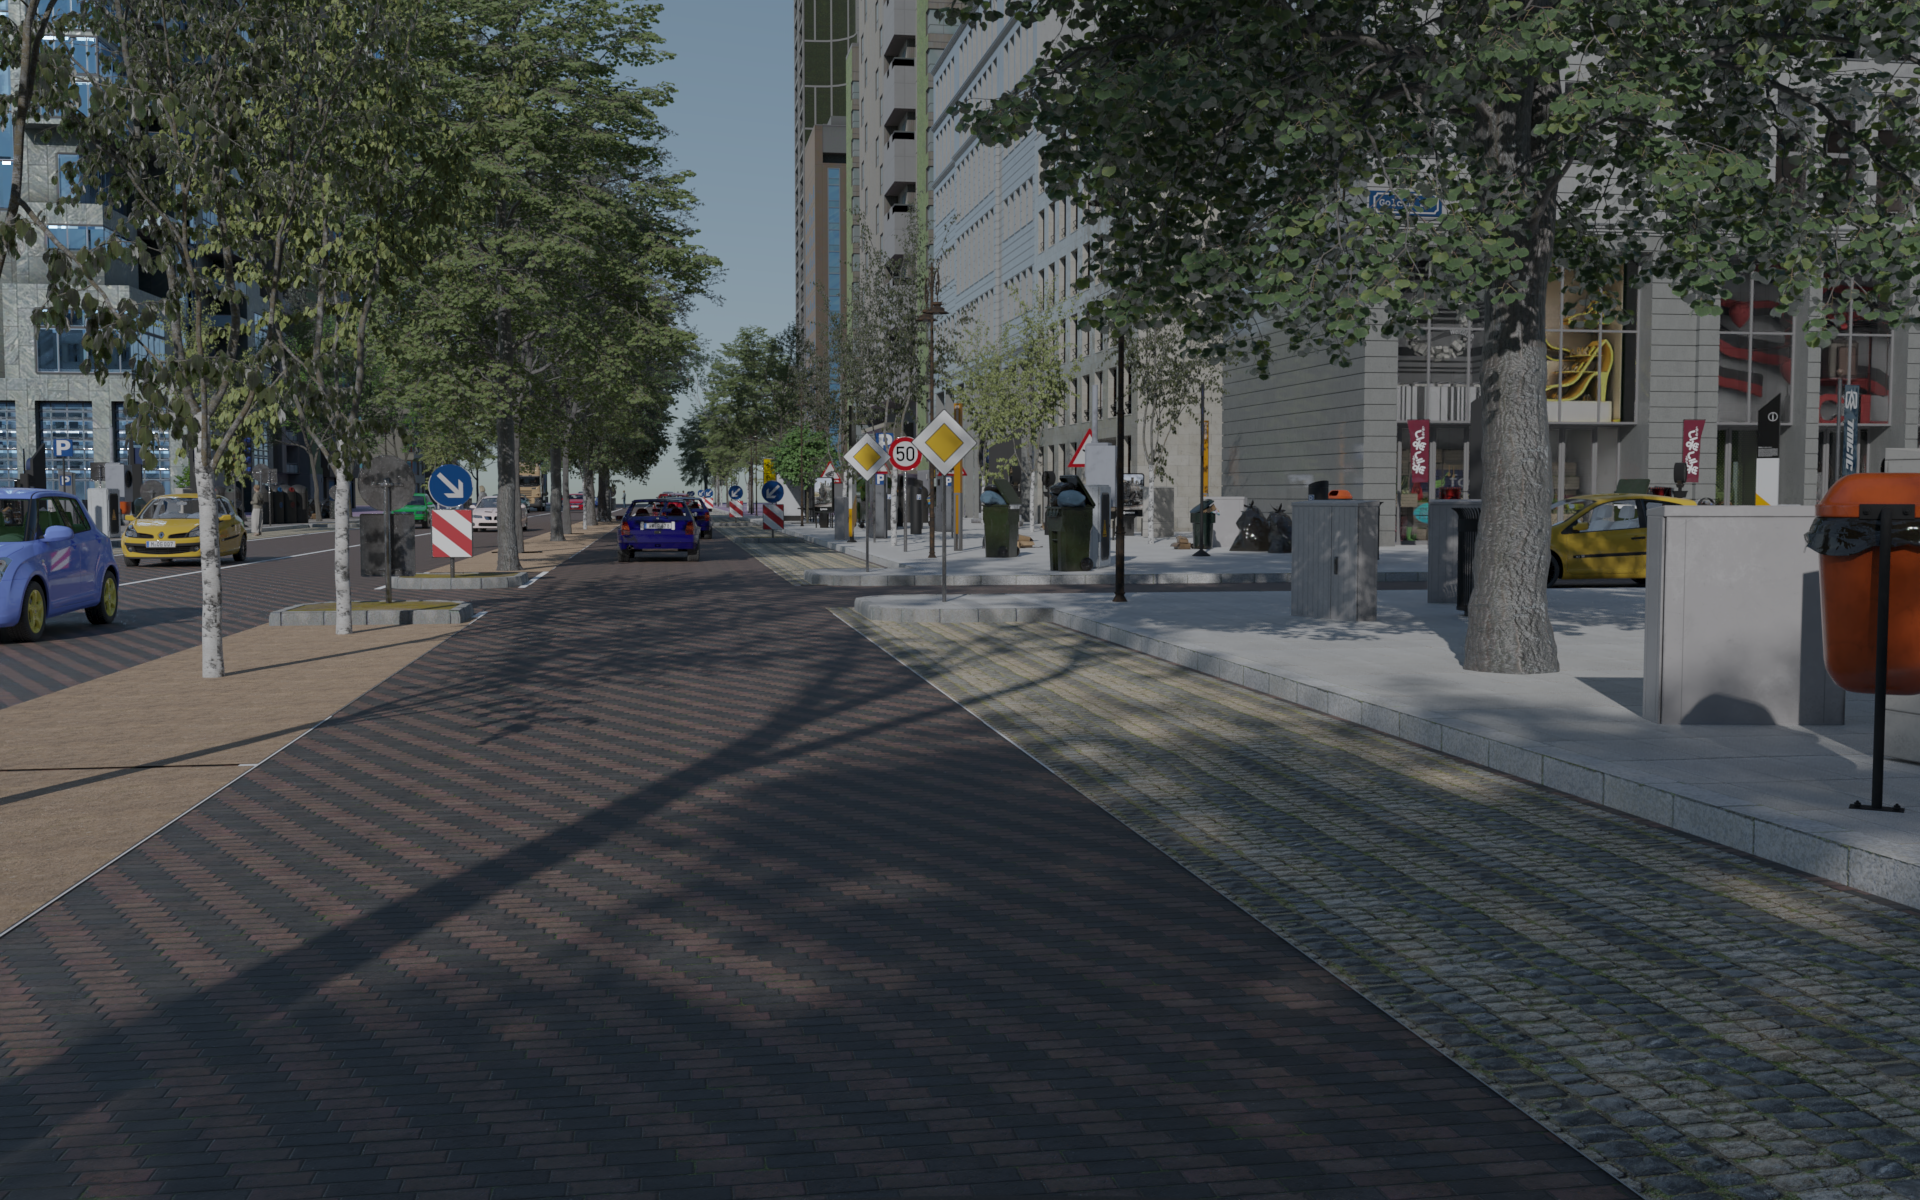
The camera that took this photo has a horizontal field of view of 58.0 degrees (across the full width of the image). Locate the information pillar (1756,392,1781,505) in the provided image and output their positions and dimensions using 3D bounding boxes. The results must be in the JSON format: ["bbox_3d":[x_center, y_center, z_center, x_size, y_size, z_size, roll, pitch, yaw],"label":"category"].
[{"bbox_3d":[18.739,-2.984,40.143,0.504,3.616,0.183,3,4,38],"label":"information pillar"}]

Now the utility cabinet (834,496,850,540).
[{"bbox_3d":[-3.313,-2.306,48.857,0.306,1.237,1.020,0,4,5],"label":"utility cabinet"}]

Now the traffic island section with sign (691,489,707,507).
[{"bbox_3d":[-18.460,-7.207,126.462,1.989,1.847,2.006,-1,4,-10],"label":"traffic island section with sign"}]

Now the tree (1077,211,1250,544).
[{"bbox_3d":[5.164,-5.755,44.451,4.360,8.622,3.978,0,3,0],"label":"tree"}]

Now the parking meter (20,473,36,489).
[{"bbox_3d":[-26.368,-2.650,49.042,0.255,1.863,0.399,0,4,5],"label":"parking meter"}]

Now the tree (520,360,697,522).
[{"bbox_3d":[-18.222,-10.301,87.885,9.611,12.733,9.660,0,3,0],"label":"tree"}]

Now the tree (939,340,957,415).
[{"bbox_3d":[1.198,-7.436,71.943,4.737,8.622,4.395,0,3,0],"label":"tree"}]

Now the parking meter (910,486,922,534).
[{"bbox_3d":[-1.401,-2.860,55.179,0.372,1.533,0.369,0,3,0],"label":"parking meter"}]

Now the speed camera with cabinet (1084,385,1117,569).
[{"bbox_3d":[2.423,-2.225,30.715,0.660,3.252,2.038,1,4,17],"label":"speed camera with cabinet"}]

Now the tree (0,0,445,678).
[{"bbox_3d":[-5.759,-3.681,12.998,4.360,8.622,3.978,0,3,0],"label":"tree"}]

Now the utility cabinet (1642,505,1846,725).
[{"bbox_3d":[4.408,0.087,9.734,1.020,1.237,0.306,0,4,3],"label":"utility cabinet"}]

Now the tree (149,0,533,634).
[{"bbox_3d":[-6.351,-3.962,17.604,4.737,8.622,4.395,0,3,0],"label":"tree"}]

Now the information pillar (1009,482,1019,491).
[{"bbox_3d":[1.983,-3.613,63.568,0.304,2.012,0.304,-2,4,-25],"label":"information pillar"}]

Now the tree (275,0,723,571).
[{"bbox_3d":[-8.229,-6.781,31.448,7.486,12.596,7.792,0,3,0],"label":"tree"}]

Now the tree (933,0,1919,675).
[{"bbox_3d":[3.913,-6.458,12.250,9.857,13.997,8.962,0,3,0],"label":"tree"}]

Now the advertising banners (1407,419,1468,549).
[{"bbox_3d":[11.394,-2.688,40.143,2.074,3.025,0.090,2,4,25],"label":"advertising banners"}]

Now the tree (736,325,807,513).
[{"bbox_3d":[-13.658,-12.125,116.373,7.486,12.596,7.792,0,3,0],"label":"tree"}]

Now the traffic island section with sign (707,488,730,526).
[{"bbox_3d":[-10.175,-4.218,77.587,1.989,1.847,2.006,-1,4,-10],"label":"traffic island section with sign"}]

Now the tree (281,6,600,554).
[{"bbox_3d":[-10.766,-7.876,41.602,12.009,13.543,11.850,0,3,0],"label":"tree"}]

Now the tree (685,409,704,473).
[{"bbox_3d":[-21.817,-13.974,162.890,8.767,10.594,7.601,0,4,-1],"label":"tree"}]

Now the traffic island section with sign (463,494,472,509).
[{"bbox_3d":[-35.298,-7.073,124.268,1.989,1.847,2.006,-1,4,-10],"label":"traffic island section with sign"}]

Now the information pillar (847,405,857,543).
[{"bbox_3d":[-2.849,-3.333,45.852,0.183,3.616,0.504,1,4,11],"label":"information pillar"}]

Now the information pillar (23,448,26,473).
[{"bbox_3d":[-47.819,-5.945,88.557,0.183,3.616,0.504,-2,4,-30],"label":"information pillar"}]

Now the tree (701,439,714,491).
[{"bbox_3d":[-25.631,-14.412,185.993,4.737,8.622,4.395,0,3,0],"label":"tree"}]

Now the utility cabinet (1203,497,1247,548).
[{"bbox_3d":[6.387,-1.869,41.727,1.020,1.237,0.306,2,4,24],"label":"utility cabinet"}]

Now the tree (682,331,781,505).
[{"bbox_3d":[-26.792,-21.038,199.866,12.611,20.169,13.585,0,3,0],"label":"tree"}]

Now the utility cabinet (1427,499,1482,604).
[{"bbox_3d":[6.024,-0.561,20.330,1.020,1.237,0.306,1,4,15],"label":"utility cabinet"}]

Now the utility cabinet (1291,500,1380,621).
[{"bbox_3d":[3.856,-0.412,17.896,0.306,1.237,1.020,-2,4,-30],"label":"utility cabinet"}]

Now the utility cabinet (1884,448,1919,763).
[{"bbox_3d":[5.042,0.019,8.360,1.173,1.500,0.318,-1,4,-16],"label":"utility cabinet"}]

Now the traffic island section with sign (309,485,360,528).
[{"bbox_3d":[-26.882,-4.039,74.670,1.989,1.847,2.006,-1,4,-10],"label":"traffic island section with sign"}]

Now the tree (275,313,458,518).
[{"bbox_3d":[-33.247,-10.303,94.216,9.928,11.665,9.643,0,3,0],"label":"tree"}]

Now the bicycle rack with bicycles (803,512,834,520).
[{"bbox_3d":[-7.495,-4.538,87.573,2.925,0.926,2.852,-2,4,-32],"label":"bicycle rack with bicycles"}]

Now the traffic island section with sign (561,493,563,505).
[{"bbox_3d":[-53.511,-13.645,231.723,1.989,1.847,2.006,-1,4,-10],"label":"traffic island section with sign"}]

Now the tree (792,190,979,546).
[{"bbox_3d":[-1.616,-5.651,42.761,4.360,8.622,3.978,0,3,0],"label":"tree"}]

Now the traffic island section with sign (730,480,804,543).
[{"bbox_3d":[-5.661,-2.592,51.011,1.989,1.847,2.006,-1,4,-10],"label":"traffic island section with sign"}]

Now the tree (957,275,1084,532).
[{"bbox_3d":[2.370,-6.615,58.525,4.737,8.622,4.395,0,3,0],"label":"tree"}]

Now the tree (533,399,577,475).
[{"bbox_3d":[-16.618,-10.298,77.482,9.857,13.997,8.962,0,3,0],"label":"tree"}]

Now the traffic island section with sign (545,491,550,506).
[{"bbox_3d":[-48.932,-11.998,204.795,1.989,1.847,2.006,-1,4,-10],"label":"traffic island section with sign"}]

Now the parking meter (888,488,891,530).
[{"bbox_3d":[-2.514,-3.237,61.334,0.372,1.533,0.369,0,3,0],"label":"parking meter"}]

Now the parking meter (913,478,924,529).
[{"bbox_3d":[-1.525,-3.526,63.362,0.399,1.863,0.255,-1,4,-10],"label":"parking meter"}]

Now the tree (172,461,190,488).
[{"bbox_3d":[-41.530,-6.030,93.197,1.663,3.219,1.824,0,3,0],"label":"tree"}]

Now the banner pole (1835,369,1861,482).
[{"bbox_3d":[17.795,-2.741,34.838,0.863,3.779,0.401,-2,4,-29],"label":"banner pole"}]

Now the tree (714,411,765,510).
[{"bbox_3d":[-16.477,-11.289,134.939,4.737,8.622,4.395,0,3,0],"label":"tree"}]

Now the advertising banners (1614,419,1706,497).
[{"bbox_3d":[16.362,-2.711,40.513,2.074,3.025,0.090,0,4,1],"label":"advertising banners"}]

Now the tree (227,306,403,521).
[{"bbox_3d":[-30.264,-8.972,81.105,7.601,10.594,8.767,3,5,44],"label":"tree"}]

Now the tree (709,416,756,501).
[{"bbox_3d":[-19.248,-12.043,147.259,4.360,8.622,3.978,0,3,0],"label":"tree"}]

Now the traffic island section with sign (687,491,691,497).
[{"bbox_3d":[-23.045,-8.859,153.476,1.989,1.847,2.006,-1,4,-10],"label":"traffic island section with sign"}]

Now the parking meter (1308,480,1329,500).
[{"bbox_3d":[6.661,-1.456,32.220,0.372,1.533,0.369,0,3,0],"label":"parking meter"}]

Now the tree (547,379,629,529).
[{"bbox_3d":[-15.100,-7.140,69.551,4.360,8.622,3.978,0,3,0],"label":"tree"}]

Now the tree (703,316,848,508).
[{"bbox_3d":[-9.250,-9.540,90.390,7.601,10.594,8.767,-1,4,-10],"label":"tree"}]

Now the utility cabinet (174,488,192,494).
[{"bbox_3d":[-28.613,-3.377,63.888,0.318,1.500,1.173,0,4,-8],"label":"utility cabinet"}]

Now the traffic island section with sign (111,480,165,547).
[{"bbox_3d":[-22.287,-2.384,47.604,1.989,1.847,2.006,-1,4,-10],"label":"traffic island section with sign"}]

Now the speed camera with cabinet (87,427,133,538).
[{"bbox_3d":[-24.883,-3.449,50.733,0.660,3.252,2.038,0,4,-6],"label":"speed camera with cabinet"}]

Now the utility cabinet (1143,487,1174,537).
[{"bbox_3d":[5.868,-2.595,51.109,0.318,1.500,1.173,3,5,42],"label":"utility cabinet"}]

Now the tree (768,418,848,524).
[{"bbox_3d":[-6.581,-5.590,75.111,4.285,4.588,4.351,0,3,0],"label":"tree"}]

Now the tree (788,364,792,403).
[{"bbox_3d":[-3.834,-6.541,57.306,4.360,8.622,3.978,0,3,0],"label":"tree"}]
